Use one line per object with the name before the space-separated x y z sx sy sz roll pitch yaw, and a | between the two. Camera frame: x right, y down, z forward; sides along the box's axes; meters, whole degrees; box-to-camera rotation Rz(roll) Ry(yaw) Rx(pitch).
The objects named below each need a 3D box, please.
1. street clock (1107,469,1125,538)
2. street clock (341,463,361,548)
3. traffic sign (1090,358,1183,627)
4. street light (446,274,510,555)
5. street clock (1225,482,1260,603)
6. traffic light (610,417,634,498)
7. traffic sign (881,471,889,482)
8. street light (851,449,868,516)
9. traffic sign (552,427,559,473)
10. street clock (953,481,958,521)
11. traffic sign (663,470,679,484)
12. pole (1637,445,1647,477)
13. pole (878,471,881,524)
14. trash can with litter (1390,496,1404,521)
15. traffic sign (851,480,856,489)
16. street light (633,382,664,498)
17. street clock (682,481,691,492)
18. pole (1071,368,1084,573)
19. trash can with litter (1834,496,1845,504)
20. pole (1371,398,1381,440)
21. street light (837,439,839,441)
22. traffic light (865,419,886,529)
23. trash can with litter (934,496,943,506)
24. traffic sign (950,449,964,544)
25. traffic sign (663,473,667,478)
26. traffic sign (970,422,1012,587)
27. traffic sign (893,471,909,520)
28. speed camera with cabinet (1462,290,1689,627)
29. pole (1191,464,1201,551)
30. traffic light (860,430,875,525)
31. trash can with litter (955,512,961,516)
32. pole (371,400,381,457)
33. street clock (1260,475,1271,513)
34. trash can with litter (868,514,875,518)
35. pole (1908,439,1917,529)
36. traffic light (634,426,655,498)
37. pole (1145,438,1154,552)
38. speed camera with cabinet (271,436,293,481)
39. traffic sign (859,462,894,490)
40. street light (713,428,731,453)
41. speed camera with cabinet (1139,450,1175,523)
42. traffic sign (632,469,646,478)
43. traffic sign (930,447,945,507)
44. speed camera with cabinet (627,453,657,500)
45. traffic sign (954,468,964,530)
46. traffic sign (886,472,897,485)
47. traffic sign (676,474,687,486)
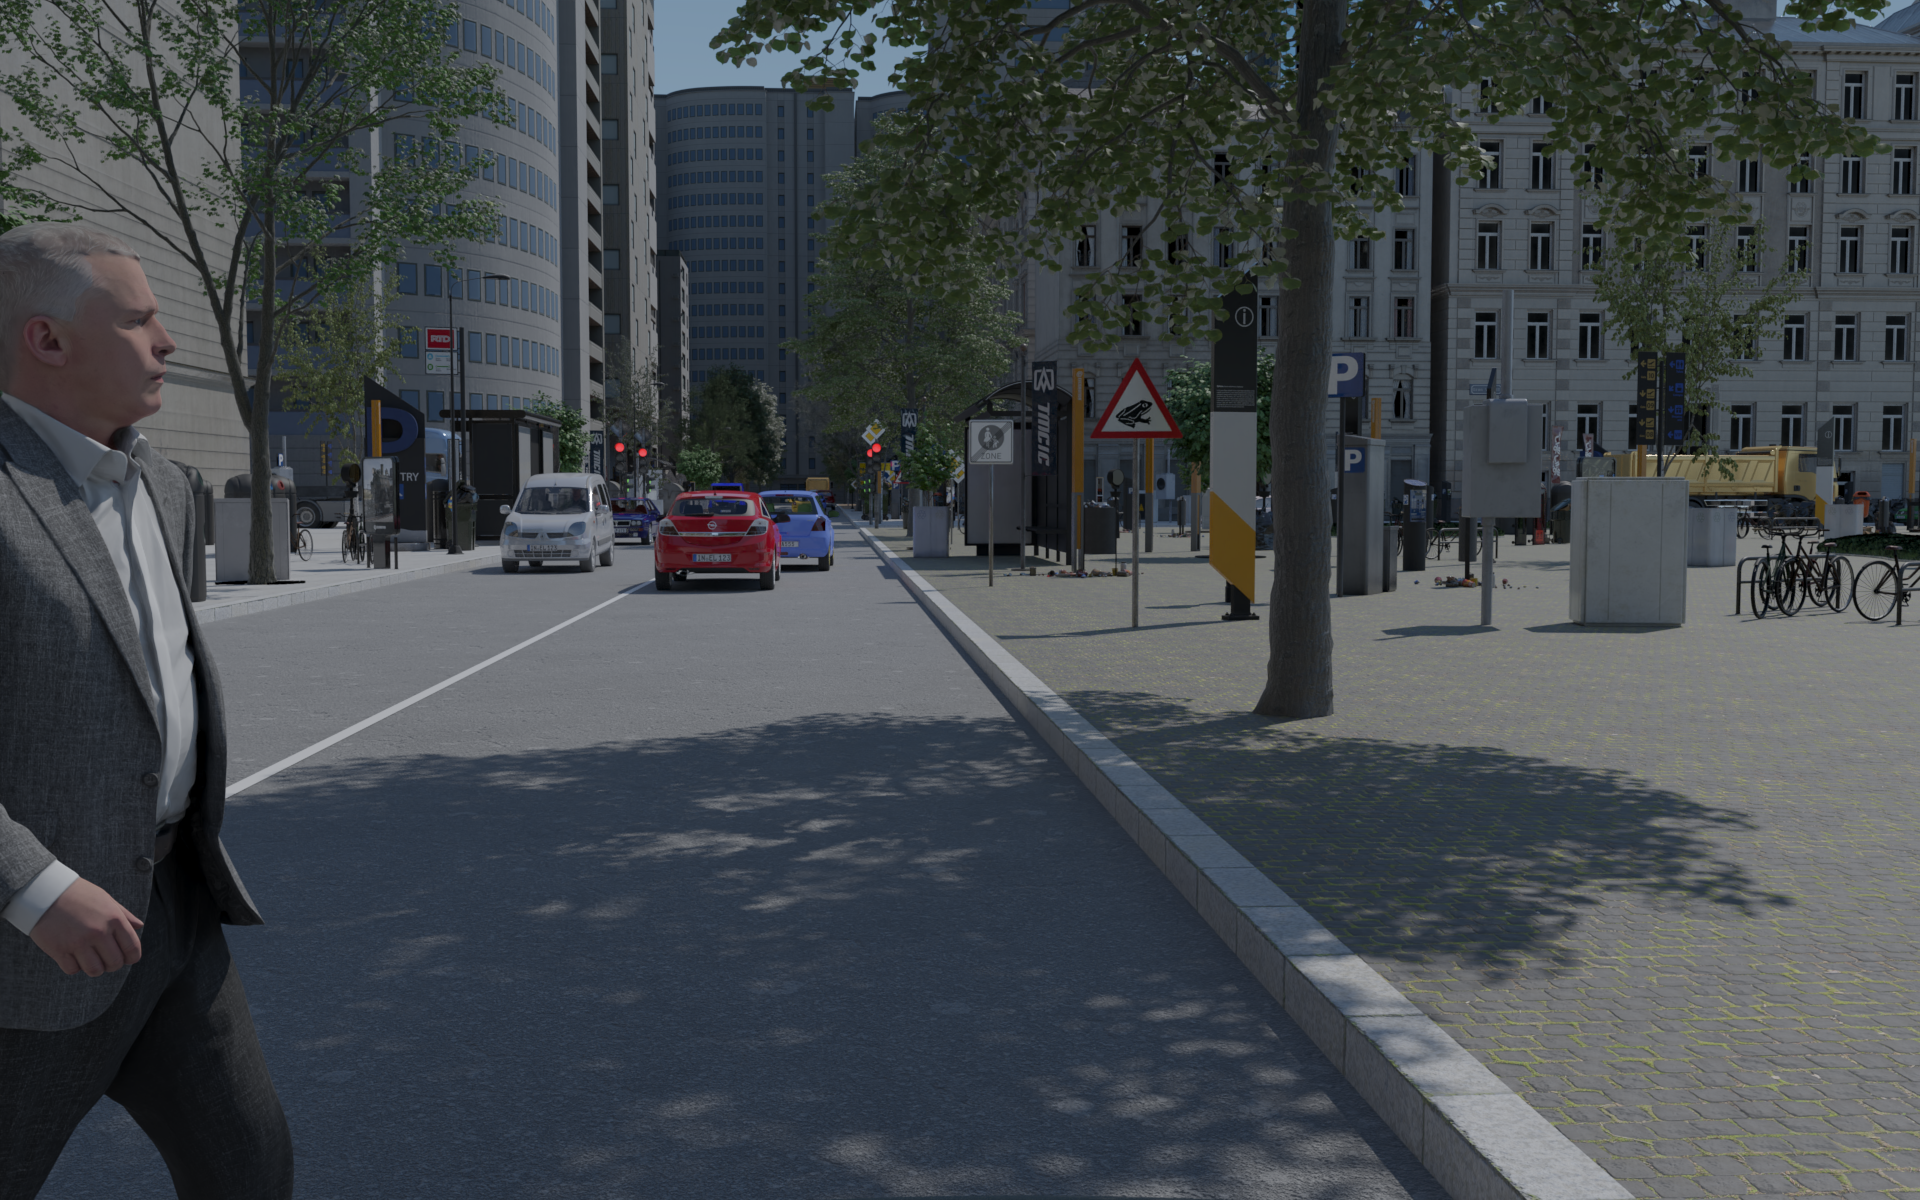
street clock | 4.502 -2.785 50.112 0.471 2.002 0.358 -2 4 -31
street clock | -14.323 -2.215 40.783 0.358 2.002 0.471 1 4 18
traffic sign | 1.688 -1.017 16.632 0.884 2.594 0.081 0 4 2
street light | -10.193 -3.923 36.676 1.470 5.913 1.316 0 4 -4
street clock | 3.248 -0.973 20.487 0.471 2.002 0.358 0 4 2
traffic light | -12.396 -4.556 63.417 0.839 4.253 0.868 0 4 -4
traffic sign | -4.244 -5.838 95.554 0.768 2.556 0.104 0 4 0
street light | -5.888 -7.712 98.626 1.470 5.913 1.316 0 4 -4
traffic sign | -12.832 -3.471 50.621 2.265 3.308 0.079 0 4 3
street clock | -0.348 -4.787 82.837 0.471 2.002 0.358 -3 4 -37
traffic sign | -15.205 -5.557 90.853 0.884 2.594 0.081 0 4 2
pole | 16.385 -2.923 41.642 0.158 3.312 0.155 0 3 0
pole | -3.476 -4.926 74.387 0.158 3.312 0.155 0 3 0
trash can with litter | 20.592 -4.233 80.602 1.055 1.170 0.624 0 4 5
traffic sign | -8.083 -8.152 134.464 0.795 2.450 0.064 0 3 0
street light | -13.003 -6.093 72.166 1.470 5.913 1.316 0 4 -4
street clock | -14.718 -5.428 93.324 0.358 2.002 0.471 2 4 30
pole | 1.920 -2.103 28.224 0.158 3.312 0.155 0 3 0
trash can with litter | 64.221 -6.925 124.284 2.233 1.210 1.678 -1 4 -17
pole | 8.818 -2.626 36.776 0.158 3.312 0.155 0 3 0
street light | -9.689 -10.672 147.020 1.470 5.913 1.316 0 4 -4
traffic light | -3.114 -4.601 64.148 0.839 4.253 0.868 0 4 -4
trash can with litter | -0.978 -5.000 93.137 0.624 1.170 1.055 -1 4 -23
traffic sign | -0.218 -2.629 44.166 0.795 2.450 0.064 0 4 1
traffic sign | -17.624 -6.266 102.547 0.768 2.556 0.104 0 4 2
traffic sign | 0.429 -1.335 23.960 0.606 2.300 0.079 0 4 1
traffic sign | -2.934 -5.339 87.292 0.884 2.594 0.081 0 4 -4
speed camera with cabinet | 6.019 -1.386 16.989 2.038 3.252 0.660 0 4 7
pole | 5.277 -2.744 38.707 0.158 3.312 0.155 0 3 0
traffic light | -3.729 -5.088 72.109 0.839 4.253 0.868 0 4 -4
trash can with litter | -1.003 -5.540 101.635 2.233 1.210 1.678 0 4 2
pole | -12.683 -2.682 37.699 0.158 3.312 0.155 0 3 0
street clock | 8.159 -2.562 46.462 0.358 2.002 0.471 3 5 42
trash can with litter | -4.780 -5.022 93.494 0.624 1.170 1.055 -1 4 -19
pole | 35.118 -4.284 63.891 0.158 3.312 0.155 0 3 0
traffic light | -13.012 -5.043 71.378 0.839 4.253 0.868 0 4 -4
pole | 4.162 -2.704 38.046 0.158 3.312 0.155 0 3 0
speed camera with cabinet | -23.790 -3.988 59.542 2.038 3.252 0.660 2 4 34
traffic sign | -5.334 -7.170 111.104 2.265 3.308 0.079 0 4 -4
street light | -16.708 -9.092 121.201 1.470 5.913 1.316 0 4 -4
speed camera with cabinet | 8.694 -5.081 77.403 0.660 3.252 2.038 -3 4 -38
traffic sign | -16.005 -5.280 86.436 0.768 2.556 0.104 0 4 -3
traffic sign | -0.705 -2.587 42.397 0.768 2.556 0.104 0 4 5
speed camera with cabinet | -15.455 -5.485 84.011 0.660 3.252 2.038 1 4 18
traffic sign | -0.064 -3.683 61.401 0.795 2.450 0.064 0 4 2
traffic sign | -3.417 -5.413 89.694 0.795 2.450 0.064 0 4 -1
traffic sign | -17.371 -6.576 107.624 0.768 2.556 0.104 0 4 3
